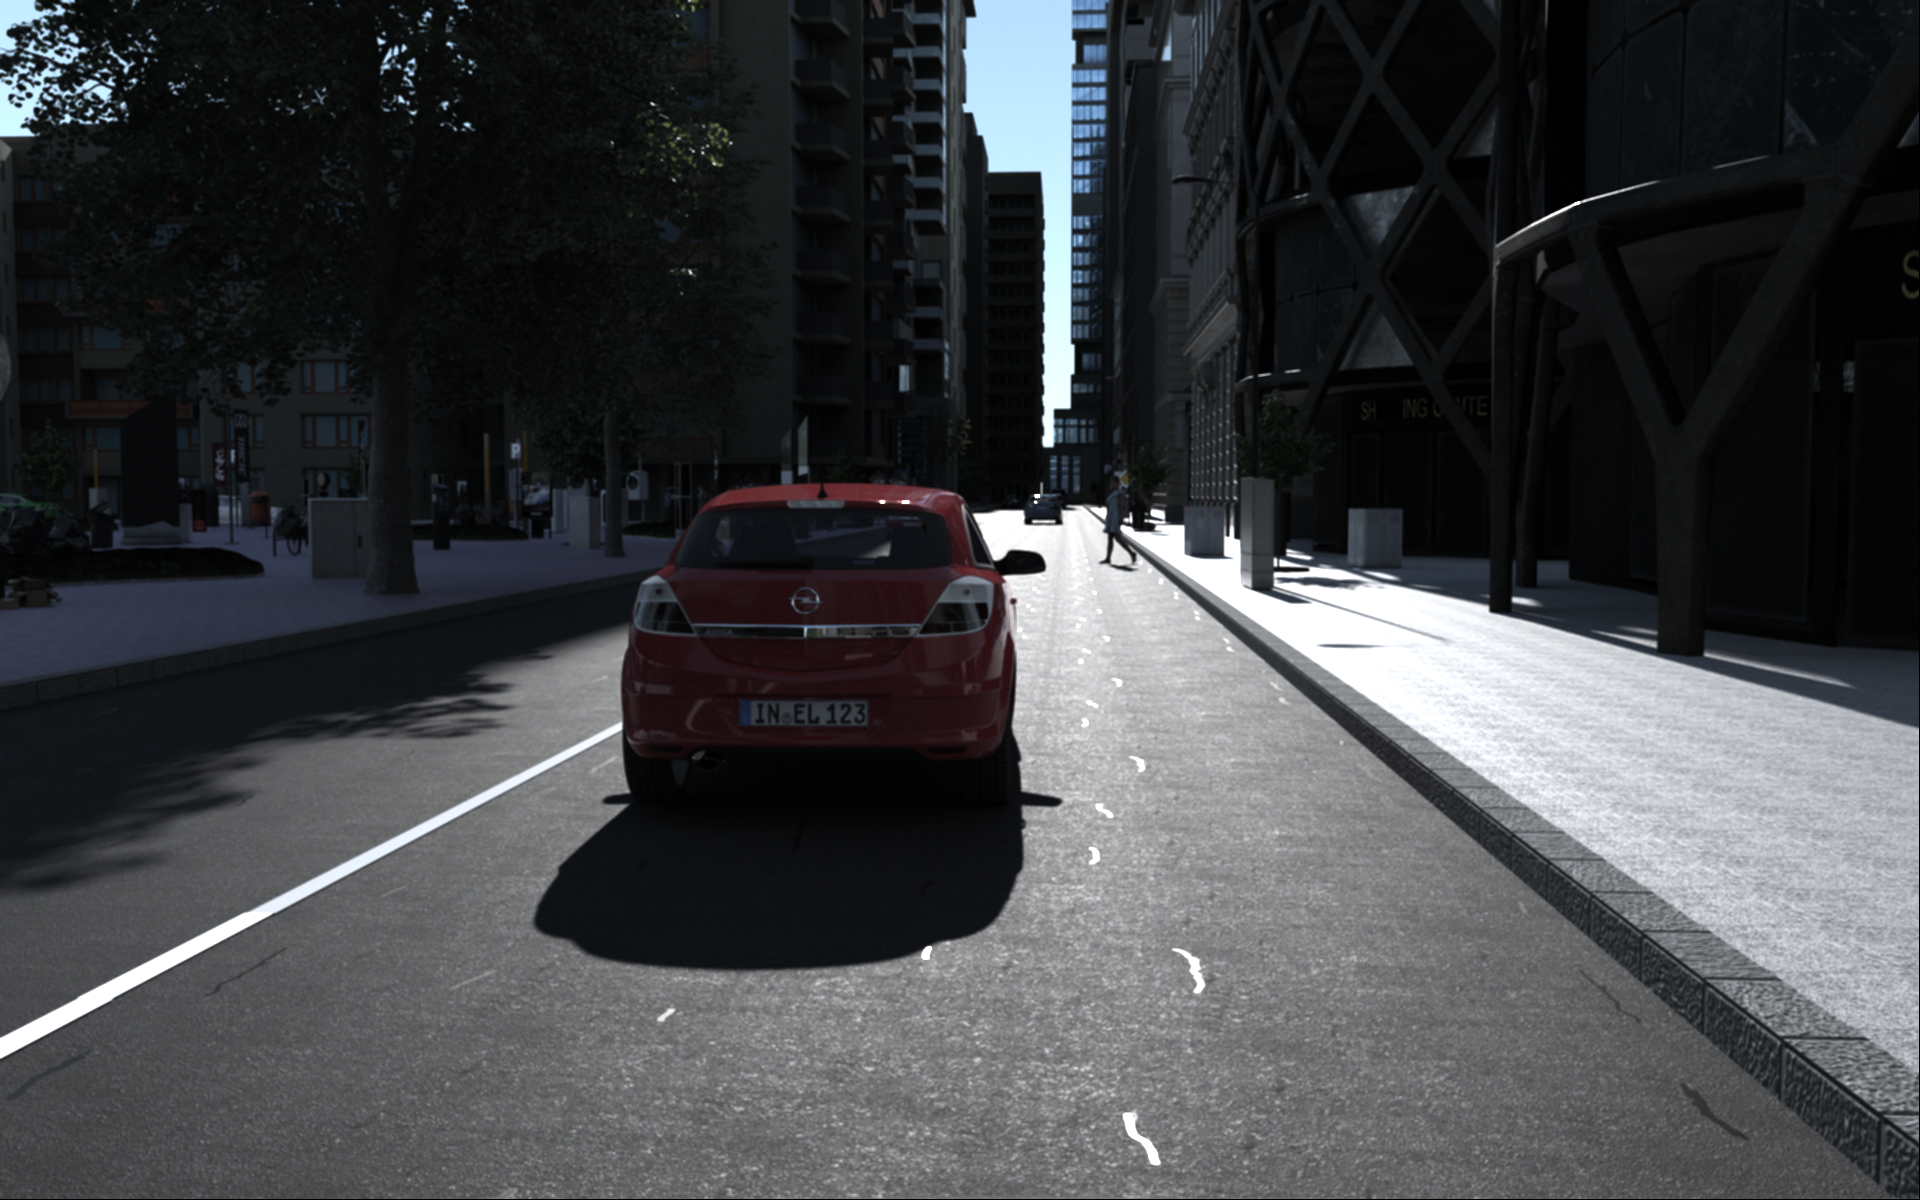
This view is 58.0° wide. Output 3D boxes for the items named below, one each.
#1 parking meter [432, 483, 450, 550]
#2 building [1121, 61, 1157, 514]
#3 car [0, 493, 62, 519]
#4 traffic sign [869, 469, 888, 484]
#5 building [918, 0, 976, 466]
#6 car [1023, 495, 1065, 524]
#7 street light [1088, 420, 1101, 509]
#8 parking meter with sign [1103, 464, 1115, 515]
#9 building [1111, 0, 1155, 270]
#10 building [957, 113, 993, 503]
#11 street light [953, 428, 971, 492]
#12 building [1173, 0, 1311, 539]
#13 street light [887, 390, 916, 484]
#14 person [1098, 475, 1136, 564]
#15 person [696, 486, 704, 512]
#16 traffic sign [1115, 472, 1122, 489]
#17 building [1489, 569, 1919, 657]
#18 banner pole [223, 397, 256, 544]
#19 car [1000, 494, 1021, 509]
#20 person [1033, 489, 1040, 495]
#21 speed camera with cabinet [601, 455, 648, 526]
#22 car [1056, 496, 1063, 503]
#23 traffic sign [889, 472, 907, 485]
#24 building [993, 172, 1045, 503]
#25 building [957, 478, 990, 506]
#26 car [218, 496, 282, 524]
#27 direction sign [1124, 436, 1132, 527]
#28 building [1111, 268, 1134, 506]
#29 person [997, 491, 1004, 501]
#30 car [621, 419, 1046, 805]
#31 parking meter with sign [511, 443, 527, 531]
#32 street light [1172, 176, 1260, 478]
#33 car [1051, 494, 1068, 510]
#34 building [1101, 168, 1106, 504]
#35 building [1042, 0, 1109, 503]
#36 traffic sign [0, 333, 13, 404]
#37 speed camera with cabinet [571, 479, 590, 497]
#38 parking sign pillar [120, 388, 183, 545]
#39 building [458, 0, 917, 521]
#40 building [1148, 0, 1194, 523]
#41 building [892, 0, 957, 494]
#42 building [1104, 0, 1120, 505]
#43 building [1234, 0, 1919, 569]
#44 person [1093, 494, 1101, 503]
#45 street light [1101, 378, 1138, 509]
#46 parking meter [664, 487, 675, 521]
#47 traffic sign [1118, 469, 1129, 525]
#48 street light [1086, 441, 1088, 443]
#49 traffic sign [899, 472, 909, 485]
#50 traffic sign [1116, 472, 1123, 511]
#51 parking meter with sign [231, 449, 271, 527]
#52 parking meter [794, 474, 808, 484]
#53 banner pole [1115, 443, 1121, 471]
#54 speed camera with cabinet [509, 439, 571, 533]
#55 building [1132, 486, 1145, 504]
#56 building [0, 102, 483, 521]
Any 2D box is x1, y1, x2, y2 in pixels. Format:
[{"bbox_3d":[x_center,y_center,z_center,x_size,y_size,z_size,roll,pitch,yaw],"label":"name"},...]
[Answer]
[{"bbox_3d":[-12.043,-1.944,40.200,0.372,1.533,0.369,0,3,0],"label":"parking meter"},{"bbox_3d":[17.022,-18.878,102.166,14.314,27.812,24.014,0,4,4],"label":"building"},{"bbox_3d":[-42.755,-4.199,77.448,4.718,1.807,1.959,0,4,3],"label":"car"},{"bbox_3d":[-3.294,-4.050,69.864,0.795,2.450,0.064,0,4,4],"label":"traffic sign"},{"bbox_3d":[-13.396,-35.327,166.838,28.713,52.752,27.495,0,4,4],"label":"building"},{"bbox_3d":[4.054,-4.401,83.961,2.014,1.417,4.499,0,4,5],"label":"car"},{"bbox_3d":[8.957,-8.339,108.882,1.470,5.913,1.316,0,4,4],"label":"street light"},{"bbox_3d":[8.758,-6.389,100.724,0.543,3.016,1.738,0,4,-8],"label":"parking meter with sign"},{"bbox_3d":[29.288,-35.449,168.831,28.713,52.752,27.495,0,4,4],"label":"building"},{"bbox_3d":[-7.449,-36.329,217.680,21.600,48.544,21.300,0,4,4],"label":"building"},{"bbox_3d":[0.058,-9.100,121.326,1.470,5.913,1.316,0,4,4],"label":"street light"},{"bbox_3d":[13.151,-13.983,57.502,11.050,23.489,19.941,0,4,4],"label":"building"},{"bbox_3d":[-2.679,-6.428,77.644,1.470,5.913,1.316,0,4,4],"label":"street light"},{"bbox_3d":[3.218,-1.646,35.500,0.778,1.811,0.616,0,4,-5],"label":"person"},{"bbox_3d":[-11.208,-3.993,74.054,0.573,1.790,0.520,-1,4,-11],"label":"person"},{"bbox_3d":[7.271,-4.656,78.251,0.606,2.300,0.079,0,4,4],"label":"traffic sign"},{"bbox_3d":[13.782,-9.136,16.820,16.820,18.784,16.811,0,4,4],"label":"building"},{"bbox_3d":[-18.688,-3.349,44.780,0.401,3.779,0.863,2,4,26],"label":"banner pole"},{"bbox_3d":[4.868,-9.643,167.447,2.009,1.686,4.222,0,4,3],"label":"car"},{"bbox_3d":[5.631,-7.313,128.266,0.606,1.804,0.583,-1,4,-14],"label":"person"},{"bbox_3d":[-13.367,-4.562,68.927,2.038,3.252,0.660,2,4,31],"label":"speed camera with cabinet"},{"bbox_3d":[5.820,-6.325,115.780,2.083,1.381,4.827,0,4,4],"label":"car"},{"bbox_3d":[-2.794,-4.538,77.833,0.795,2.450,0.064,0,4,4],"label":"traffic sign"},{"bbox_3d":[1.185,-38.168,247.748,21.600,48.544,21.300,0,4,4],"label":"building"},{"bbox_3d":[-13.071,-30.653,193.061,32.217,40.220,23.993,0,4,4],"label":"building"},{"bbox_3d":[-31.280,-3.821,74.836,4.827,1.381,2.083,0,4,4],"label":"car"},{"bbox_3d":[6.647,-4.644,67.933,0.379,3.537,0.876,1,4,15],"label":"direction sign"},{"bbox_3d":[17.525,-17.959,142.772,9.793,20.994,18.267,0,4,4],"label":"building"},{"bbox_3d":[5.694,-13.851,234.599,1.348,1.869,0.705,2,4,25],"label":"person"},{"bbox_3d":[-0.598,-0.028,9.492,2.155,1.783,4.494,0,4,2],"label":"car"},{"bbox_3d":[-14.582,-3.874,59.606,0.543,3.016,1.738,2,4,35],"label":"parking meter with sign"},{"bbox_3d":[3.790,-3.233,25.400,1.470,5.913,1.316,0,4,4],"label":"street light"},{"bbox_3d":[8.946,-9.188,160.010,2.009,1.686,4.222,0,4,3],"label":"car"},{"bbox_3d":[24.937,-32.757,219.166,14.154,41.232,14.086,0,4,4],"label":"building"},{"bbox_3d":[27.465,-57.050,245.441,31.000,86.520,22.319,0,4,4],"label":"building"},{"bbox_3d":[-7.018,-0.738,12.177,0.768,2.556,0.104,0,4,7],"label":"traffic sign"},{"bbox_3d":[-24.862,-7.307,113.798,2.038,3.252,0.660,1,4,22],"label":"speed camera with cabinet"},{"bbox_3d":[-20.493,-3.385,43.821,1.447,3.967,1.447,-1,4,-21],"label":"parking sign pillar"},{"bbox_3d":[-14.020,-26.789,92.620,22.147,44.769,28.867,0,4,4],"label":"building"},{"bbox_3d":[19.304,-18.152,82.682,20.117,28.700,13.634,0,4,4],"label":"building"},{"bbox_3d":[-11.032,-49.934,129.096,22.319,86.520,31.000,0,4,4],"label":"building"},{"bbox_3d":[27.041,-40.040,196.652,21.231,58.520,28.212,0,4,4],"label":"building"},{"bbox_3d":[14.683,-10.503,39.171,16.820,18.784,16.811,0,4,4],"label":"building"},{"bbox_3d":[18.504,-13.646,232.428,1.217,1.723,0.721,1,4,13],"label":"person"},{"bbox_3d":[6.505,-5.911,69.181,1.470,5.913,1.316,0,4,4],"label":"street light"},{"bbox_3d":[-9.850,-3.086,58.865,0.372,1.533,0.369,0,3,0],"label":"parking meter"},{"bbox_3d":[6.629,-4.011,69.222,0.795,2.450,0.064,0,4,4],"label":"traffic sign"},{"bbox_3d":[11.748,-10.985,152.140,1.470,5.913,1.316,0,4,4],"label":"street light"},{"bbox_3d":[-2.680,-4.863,81.634,0.606,2.300,0.079,1,4,10],"label":"traffic sign"},{"bbox_3d":[7.129,-4.498,77.192,0.795,2.450,0.064,0,4,4],"label":"traffic sign"},{"bbox_3d":[-27.789,-4.382,67.900,0.543,3.016,1.738,1,4,18],"label":"parking meter with sign"},{"bbox_3d":[-4.546,-2.671,49.387,0.399,1.863,0.255,0,4,8],"label":"parking meter"},{"bbox_3d":[7.697,-5.783,84.571,0.401,3.779,0.863,-1,4,-20],"label":"banner pole"},{"bbox_3d":[-15.122,-4.151,62.197,2.038,3.252,0.660,-1,4,-13],"label":"speed camera with cabinet"},{"bbox_3d":[17.414,-15.867,124.059,10.561,19.102,19.286,0,4,4],"label":"building"},{"bbox_3d":[-40.170,-15.252,94.407,28.899,21.520,27.650,0,4,4],"label":"building"}]
